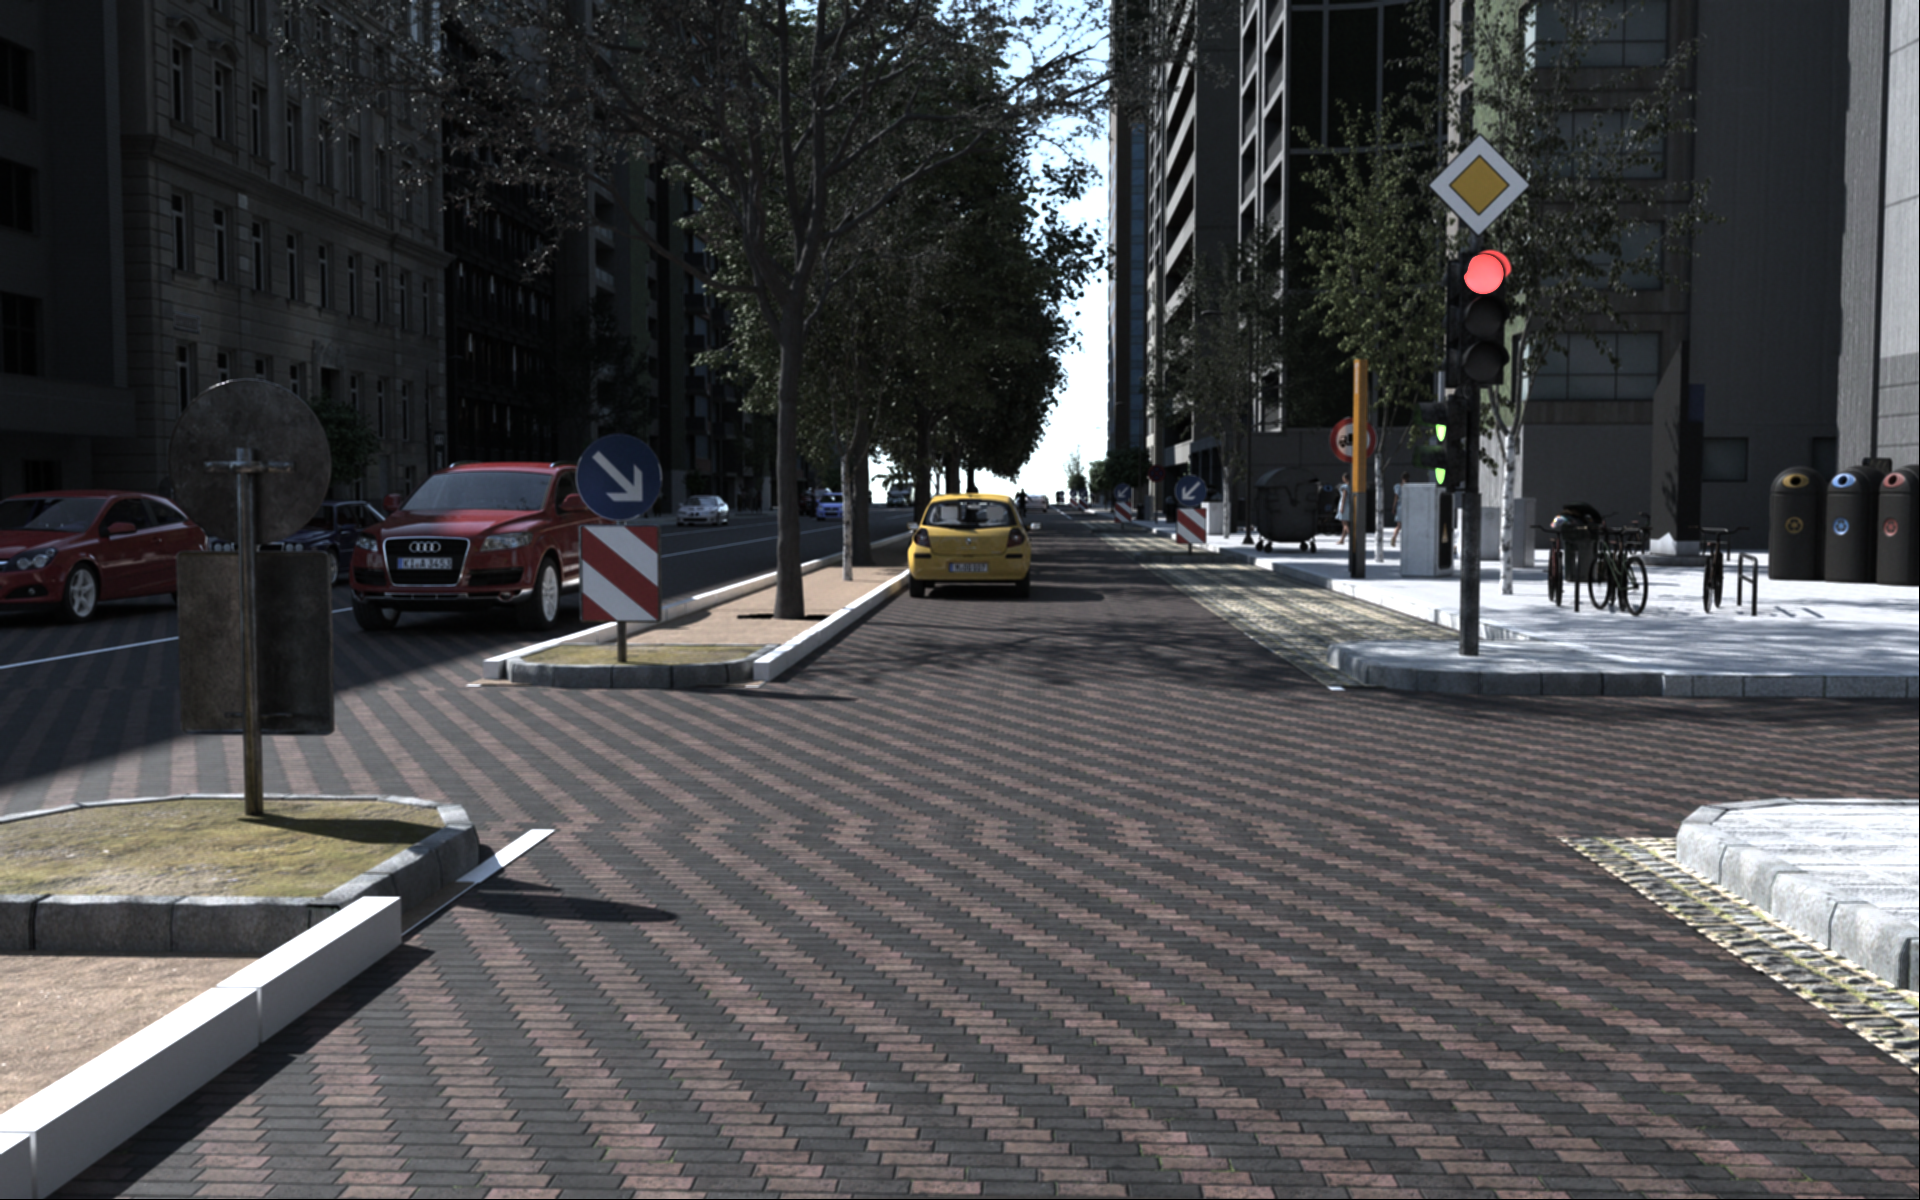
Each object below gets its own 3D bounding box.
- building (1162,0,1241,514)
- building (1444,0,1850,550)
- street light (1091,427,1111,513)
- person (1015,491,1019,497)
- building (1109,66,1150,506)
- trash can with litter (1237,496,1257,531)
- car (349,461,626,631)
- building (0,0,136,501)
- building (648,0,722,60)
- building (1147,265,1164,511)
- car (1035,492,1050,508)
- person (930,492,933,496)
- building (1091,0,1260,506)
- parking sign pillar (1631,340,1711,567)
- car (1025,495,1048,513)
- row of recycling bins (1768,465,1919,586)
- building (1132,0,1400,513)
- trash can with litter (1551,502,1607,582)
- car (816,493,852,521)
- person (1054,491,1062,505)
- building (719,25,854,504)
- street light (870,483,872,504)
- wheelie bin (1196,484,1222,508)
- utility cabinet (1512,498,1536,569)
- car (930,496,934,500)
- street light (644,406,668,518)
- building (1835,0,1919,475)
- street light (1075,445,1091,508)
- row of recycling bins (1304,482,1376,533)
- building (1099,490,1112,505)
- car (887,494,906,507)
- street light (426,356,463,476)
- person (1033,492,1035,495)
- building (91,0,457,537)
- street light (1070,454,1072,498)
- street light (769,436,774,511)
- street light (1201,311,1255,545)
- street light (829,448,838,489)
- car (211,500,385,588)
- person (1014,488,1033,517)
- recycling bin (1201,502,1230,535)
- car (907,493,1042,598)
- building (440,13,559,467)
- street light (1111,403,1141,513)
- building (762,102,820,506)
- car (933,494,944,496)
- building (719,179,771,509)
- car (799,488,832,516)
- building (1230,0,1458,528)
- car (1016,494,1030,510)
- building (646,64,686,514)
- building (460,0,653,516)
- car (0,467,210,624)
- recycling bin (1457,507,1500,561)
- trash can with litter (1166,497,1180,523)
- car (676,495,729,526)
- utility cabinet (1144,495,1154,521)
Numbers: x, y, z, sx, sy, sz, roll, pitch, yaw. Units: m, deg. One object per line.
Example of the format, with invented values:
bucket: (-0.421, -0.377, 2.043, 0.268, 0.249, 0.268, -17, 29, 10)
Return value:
building: (23.142, -29.030, 98.342, 21.300, 48.544, 21.600, 0, 4, 2)
building: (20.307, -22.132, 45.457, 14.154, 41.232, 14.086, 0, 4, 2)
street light: (10.021, -9.012, 119.893, 1.470, 5.913, 1.316, 0, 4, 2)
person: (6.897, -12.018, 204.936, 0.705, 1.831, 1.348, 3, 5, 45)
building: (22.923, -32.510, 181.649, 14.600, 45.320, 14.200, 0, 4, 2)
trash can with litter: (9.514, -3.061, 61.099, 2.233, 1.210, 1.678, 1, 4, 21)
car: (-5.230, -0.685, 19.876, 2.281, 1.827, 5.304, 0, 4, 3)
building: (-29.896, -13.034, 32.181, 14.314, 24.678, 30.058, 0, 4, 2)
building: (-29.495, -29.247, 132.805, 22.147, 44.769, 28.867, 0, 4, 2)
building: (28.291, -17.106, 124.720, 27.650, 21.520, 28.899, 0, 4, 2)
car: (8.161, -10.176, 176.167, 2.009, 1.686, 4.222, 0, 4, 2)
person: (-3.537, -11.882, 203.483, 1.217, 1.736, 0.721, 0, 4, -4)
building: (28.616, -48.796, 236.072, 20.563, 71.187, 20.611, 0, 4, 2)
parking sign pillar: (12.865, -2.606, 31.088, 1.447, 3.967, 1.447, 0, 4, 2)
car: (5.778, -7.432, 133.878, 2.083, 1.381, 4.827, 0, 4, 2)
row of recycling bins: (13.194, -1.081, 24.791, 1.069, 1.692, 3.534, -2, 4, -25)
building: (25.062, -43.482, 149.184, 20.563, 71.187, 20.611, 0, 4, 2)
trash can with litter: (9.182, -0.856, 25.389, 1.055, 1.170, 0.624, -3, 5, -43)
car: (-6.811, -5.152, 93.832, 1.945, 1.707, 3.694, 0, 4, 1)
person: (12.496, -12.967, 220.646, 1.348, 1.807, 0.705, -2, 4, -31)
building: (-24.797, -41.388, 218.694, 21.231, 58.520, 28.212, 0, 4, 2)
street light: (-10.639, -15.014, 218.018, 1.470, 5.913, 1.316, 0, 4, 2)
wheelie bin: (8.108, -2.981, 56.653, 0.980, 1.594, 0.693, -1, 4, -9)
utility cabinet: (9.814, -1.169, 30.275, 0.306, 1.237, 1.020, 2, 4, 27)
car: (-1.370, -5.240, 98.260, 1.945, 1.354, 3.894, 0, 4, 4)
street light: (-16.033, -7.247, 91.029, 1.470, 5.913, 1.316, 0, 4, 2)
building: (32.159, -29.584, 25.698, 28.212, 58.520, 21.231, 0, 4, 2)
street light: (11.847, -11.751, 164.673, 1.470, 5.913, 1.316, 0, 4, 2)
row of recycling bins: (12.347, -3.068, 57.282, 3.534, 1.692, 1.069, -1, 4, -21)
building: (33.746, -31.966, 214.523, 32.217, 40.220, 23.993, 0, 4, 2)
car: (-6.979, -10.965, 191.079, 2.131, 1.459, 4.920, 0, 4, 4)
street light: (-17.410, -5.255, 58.459, 1.470, 5.913, 1.316, 0, 4, 2)
person: (10.640, -14.466, 245.816, 0.742, 1.727, 0.445, 3, 5, 40)
building: (-27.470, -16.061, 59.857, 12.463, 27.353, 25.104, 0, 4, 2)
street light: (13.444, -14.108, 203.207, 1.470, 5.913, 1.316, 0, 4, 2)
street light: (-14.162, -9.933, 134.948, 1.470, 5.913, 1.316, 0, 4, 2)
street light: (6.812, -4.372, 44.030, 1.470, 5.913, 1.316, 0, 4, 2)
street light: (-12.628, -12.328, 174.104, 1.470, 5.913, 1.316, 0, 4, 2)
car: (-10.429, -0.925, 27.700, 1.945, 1.354, 3.894, 0, 4, 2)
person: (3.946, -6.136, 108.850, 1.348, 1.821, 0.705, 2, 4, 27)
recycling bin: (7.993, -2.545, 54.163, 0.722, 1.027, 0.722, -1, 4, -14)
car: (0.195, -0.929, 25.411, 2.015, 1.641, 3.980, 0, 4, 2)
building: (-27.079, -15.356, 80.751, 12.332, 23.373, 15.834, 0, 4, 2)
street light: (8.616, -7.067, 88.081, 1.470, 5.913, 1.316, 0, 4, 2)
building: (-27.411, -32.788, 190.711, 22.147, 44.769, 28.867, 0, 4, 2)
car: (-1.442, -7.607, 133.162, 1.959, 1.807, 4.718, 0, 4, 3)
building: (-24.977, -23.414, 154.518, 14.160, 30.474, 14.107, 0, 4, 2)
car: (-9.589, -6.601, 116.594, 2.281, 1.827, 5.304, 0, 4, 3)
building: (20.744, -38.642, 70.045, 20.563, 71.187, 20.611, 0, 4, 2)
car: (5.863, -8.699, 154.231, 2.014, 1.417, 4.499, 0, 4, 3)
building: (-26.044, -20.763, 111.175, 14.160, 30.474, 14.107, 0, 4, 2)
building: (-25.848, -25.270, 96.756, 14.154, 41.232, 14.086, 0, 4, 2)
car: (-10.561, -0.699, 20.476, 2.155, 1.783, 4.494, 0, 4, 1)
recycling bin: (10.085, -1.293, 33.700, 0.722, 1.027, 0.722, 1, 4, 9)
trash can with litter: (9.483, -4.036, 77.380, 0.624, 1.170, 1.055, 1, 4, 9)
car: (-11.649, -4.054, 78.644, 2.083, 1.381, 4.827, 0, 4, 1)
utility cabinet: (9.110, -4.418, 83.396, 0.306, 1.237, 1.020, 1, 4, 17)
